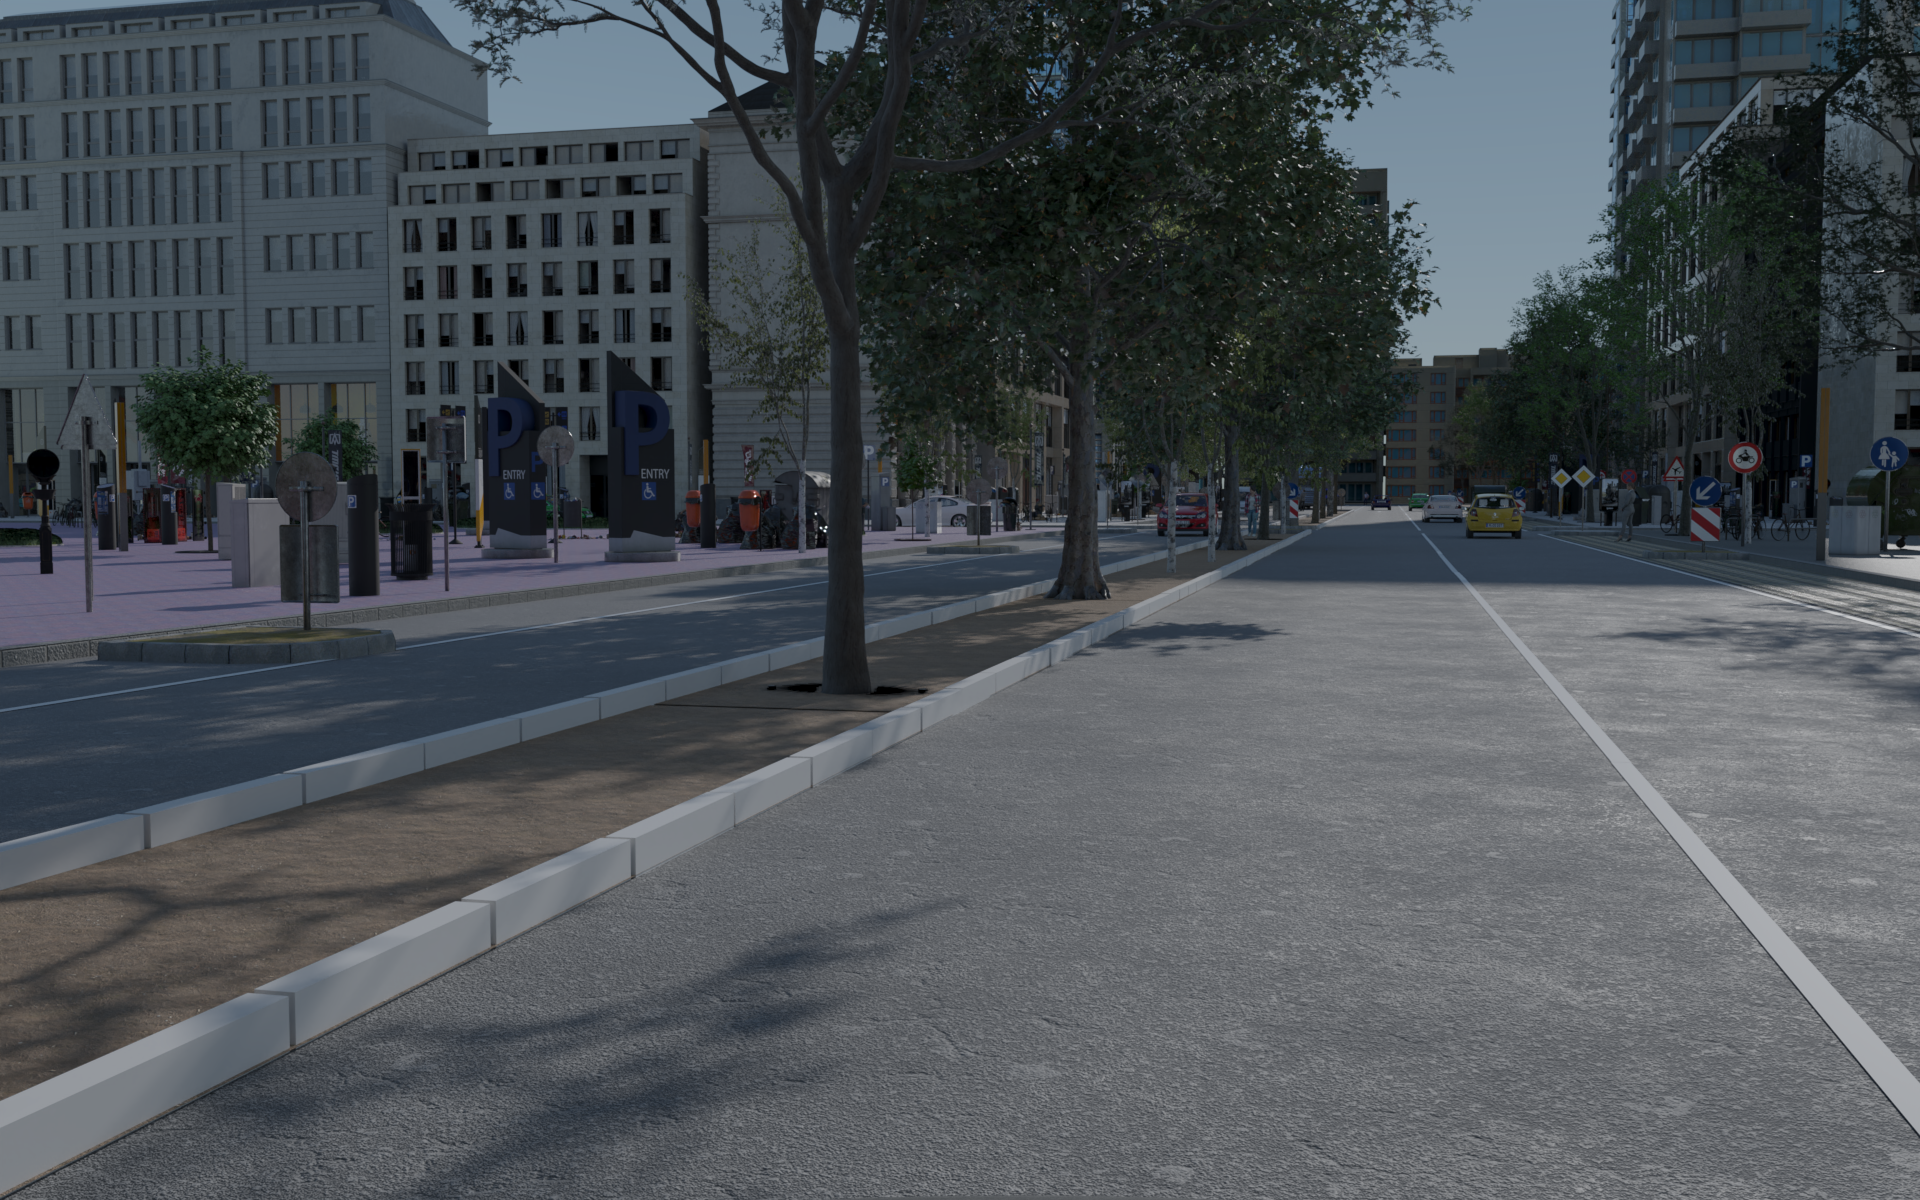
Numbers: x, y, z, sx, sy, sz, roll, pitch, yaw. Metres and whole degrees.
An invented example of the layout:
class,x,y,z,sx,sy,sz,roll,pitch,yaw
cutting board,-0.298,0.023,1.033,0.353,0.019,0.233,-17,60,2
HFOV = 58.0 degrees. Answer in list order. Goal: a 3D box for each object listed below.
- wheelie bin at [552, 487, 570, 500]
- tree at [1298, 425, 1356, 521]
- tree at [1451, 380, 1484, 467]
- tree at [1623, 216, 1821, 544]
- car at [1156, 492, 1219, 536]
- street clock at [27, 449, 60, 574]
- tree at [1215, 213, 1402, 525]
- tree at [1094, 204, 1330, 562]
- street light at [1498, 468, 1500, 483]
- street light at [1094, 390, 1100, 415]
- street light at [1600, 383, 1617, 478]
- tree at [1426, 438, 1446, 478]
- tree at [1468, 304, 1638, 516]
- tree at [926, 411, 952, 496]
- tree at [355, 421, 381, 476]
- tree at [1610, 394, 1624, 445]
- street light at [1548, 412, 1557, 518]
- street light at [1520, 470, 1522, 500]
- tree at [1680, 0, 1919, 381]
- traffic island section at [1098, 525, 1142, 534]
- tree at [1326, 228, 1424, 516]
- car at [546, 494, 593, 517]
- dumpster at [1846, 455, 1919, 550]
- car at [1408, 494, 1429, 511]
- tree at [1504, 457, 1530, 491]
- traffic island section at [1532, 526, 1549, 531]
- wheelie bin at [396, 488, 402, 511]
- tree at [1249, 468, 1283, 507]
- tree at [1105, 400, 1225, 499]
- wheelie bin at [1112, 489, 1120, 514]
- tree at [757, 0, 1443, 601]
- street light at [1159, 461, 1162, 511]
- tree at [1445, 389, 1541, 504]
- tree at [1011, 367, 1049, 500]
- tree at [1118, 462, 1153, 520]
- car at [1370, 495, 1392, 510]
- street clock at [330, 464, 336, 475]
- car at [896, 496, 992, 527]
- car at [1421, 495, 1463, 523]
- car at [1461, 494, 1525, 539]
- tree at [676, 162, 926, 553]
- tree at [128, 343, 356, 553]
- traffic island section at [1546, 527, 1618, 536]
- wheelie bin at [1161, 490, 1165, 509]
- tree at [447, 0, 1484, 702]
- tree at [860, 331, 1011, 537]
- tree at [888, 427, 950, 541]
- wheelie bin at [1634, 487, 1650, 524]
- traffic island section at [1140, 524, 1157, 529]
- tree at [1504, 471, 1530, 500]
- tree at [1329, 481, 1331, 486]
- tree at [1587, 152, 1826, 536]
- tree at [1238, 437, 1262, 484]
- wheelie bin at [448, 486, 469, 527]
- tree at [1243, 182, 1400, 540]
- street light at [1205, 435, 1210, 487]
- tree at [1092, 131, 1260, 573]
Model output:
class,x,y,z,sx,sy,sz,roll,pitch,yaw
wheelie bin,-18.454,-4.420,80.182,0.693,1.594,0.980,3,4,36
tree,19.088,-8.516,92.052,4.360,8.622,3.978,0,3,0
tree,28.366,-9.295,77.723,9.928,11.665,9.643,0,3,0
tree,20.216,-5.769,44.684,4.360,8.622,3.978,0,3,0
car,7.919,-3.120,60.046,2.155,1.783,4.494,1,4,14
street clock,-14.692,-1.421,27.805,0.471,2.002,0.358,-2,4,-27
tree,14.134,-10.058,73.560,9.857,13.997,8.962,0,3,0
tree,5.260,-5.077,35.827,4.737,8.622,4.395,0,3,0
street light,43.554,-10.223,139.926,0.468,5.910,1.993,1,4,14
street light,5.525,-6.098,72.495,0.468,5.910,1.993,1,4,14
street light,26.427,-5.989,70.713,0.468,5.910,1.993,1,4,14
tree,62.293,-17.114,214.232,8.767,10.594,7.601,0,4,-3
tree,34.648,-11.258,101.075,9.611,12.733,9.660,0,3,0
tree,-1.261,-7.652,75.473,4.360,8.622,3.978,0,3,0
tree,-23.040,-4.889,63.649,4.285,4.588,4.351,0,3,0
tree,44.611,-9.981,113.552,4.360,8.622,3.978,0,3,0
street light,32.107,-7.407,93.886,0.468,5.910,1.993,1,4,14
street light,37.952,-8.830,117.163,0.468,5.910,1.993,1,4,14
tree,16.014,-5.653,26.841,8.767,10.594,7.601,0,4,6
traffic island section,5.442,-2.562,64.172,2.009,0.180,2.903,1,4,14
tree,22.633,-15.456,111.053,12.611,20.169,13.585,0,3,0
car,-18.112,-4.019,74.503,4.718,1.807,1.959,1,4,13
dumpster,21.618,-2.305,40.182,1.502,2.255,1.985,1,4,14
car,38.894,-8.424,146.525,1.959,1.807,4.718,1,4,13
tree,47.069,-12.107,148.315,4.737,8.622,4.395,0,3,0
traffic island section,23.564,-2.792,67.923,2.009,0.180,2.903,1,4,14
wheelie bin,-25.613,-4.418,80.150,0.693,1.594,0.980,1,4,15
tree,34.847,-12.960,195.608,4.285,4.588,4.351,0,3,0
tree,11.987,-11.244,101.966,7.486,12.596,7.792,0,3,0
wheelie bin,9.704,-6.272,110.461,0.693,1.594,0.980,0,4,6
tree,1.684,-6.363,23.508,9.611,12.733,9.660,0,3,0
street light,11.047,-7.492,95.277,0.468,5.910,1.993,1,4,14
tree,41.452,-11.880,128.654,7.601,10.594,8.767,2,4,34
tree,2.745,-8.426,88.122,4.737,8.622,4.395,0,3,0
tree,8.716,-5.534,85.090,1.663,3.219,1.824,0,3,0
car,37.460,-8.654,154.070,1.945,1.354,3.894,1,4,13
street clock,-15.062,-2.242,41.232,0.471,2.002,0.358,3,5,42
car,-1.080,-3.539,70.223,4.827,1.381,2.083,1,4,14
car,24.449,-4.615,87.824,2.083,1.381,4.827,1,4,13
car,17.519,-2.855,56.906,2.015,1.641,3.980,1,4,15
tree,-3.655,-5.332,37.534,4.360,8.622,3.978,0,3,0
tree,-16.473,-3.322,38.033,4.285,4.588,4.351,0,3,0
traffic island section,21.645,-2.317,60.171,2.009,0.180,2.903,1,4,14
wheelie bin,16.006,-7.901,137.089,0.693,1.594,0.980,-2,4,-25
tree,-0.823,-6.060,11.900,12.009,13.543,11.850,0,3,0
tree,-0.961,-6.170,51.235,4.737,8.622,4.395,0,3,0
tree,-1.309,-3.222,47.277,1.663,3.219,1.824,0,3,0
wheelie bin,29.216,-4.079,74.606,0.980,1.594,0.693,-3,4,-36
traffic island section,7.361,-3.036,71.924,2.009,0.180,2.903,1,4,14
tree,39.426,-7.804,122.200,1.663,3.219,1.824,0,3,0
tree,11.411,-6.598,60.700,4.737,8.622,4.395,0,3,0
tree,22.336,-7.759,52.621,9.928,11.665,9.643,0,3,0
tree,19.918,-13.265,135.017,7.486,12.596,7.792,0,3,0
wheelie bin,-19.729,-3.679,68.068,0.980,1.594,0.693,1,4,20
tree,9.530,-7.659,53.430,9.928,11.665,9.643,0,3,0
street light,16.824,-8.881,117.997,0.468,5.910,1.993,1,4,14
tree,3.876,-4.805,31.390,4.360,8.622,3.978,0,3,0
